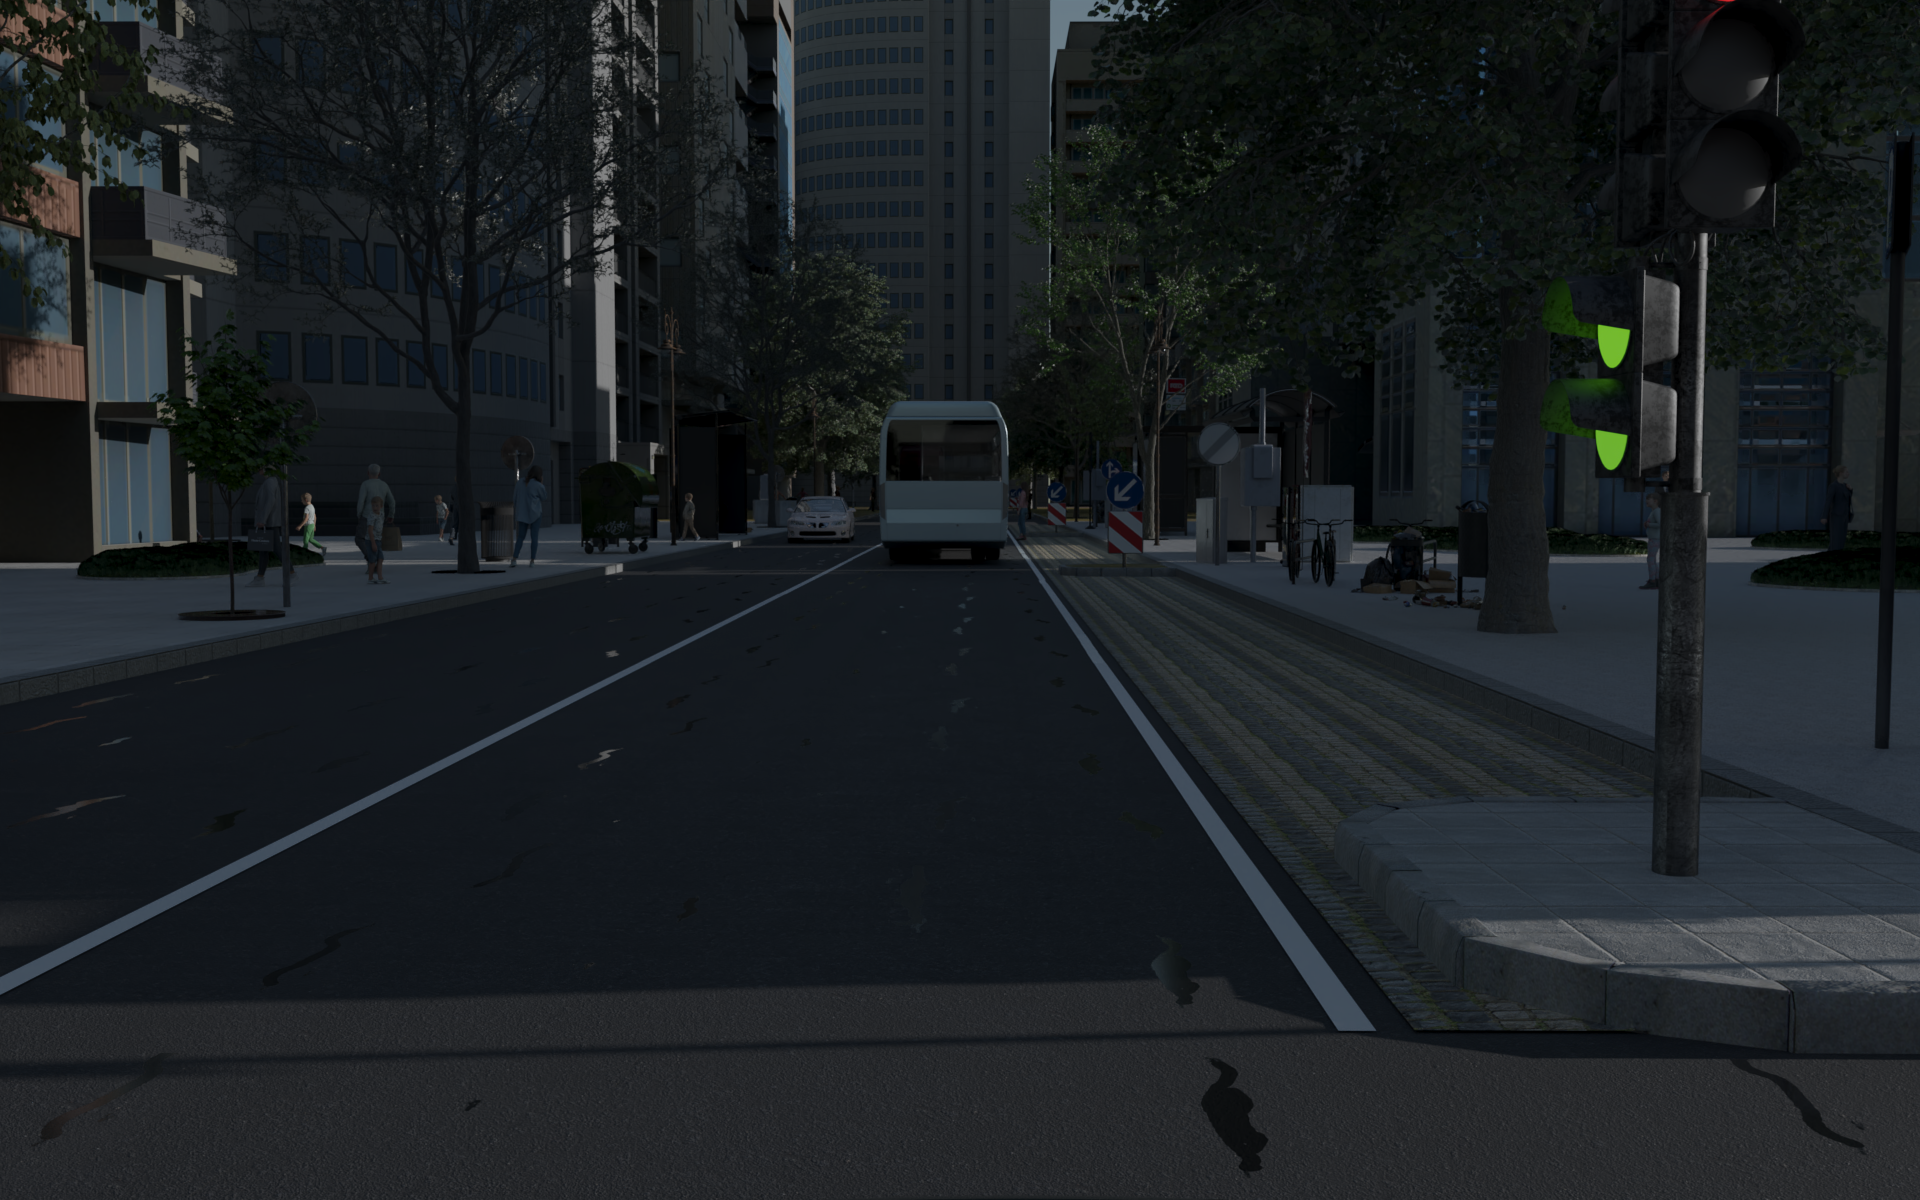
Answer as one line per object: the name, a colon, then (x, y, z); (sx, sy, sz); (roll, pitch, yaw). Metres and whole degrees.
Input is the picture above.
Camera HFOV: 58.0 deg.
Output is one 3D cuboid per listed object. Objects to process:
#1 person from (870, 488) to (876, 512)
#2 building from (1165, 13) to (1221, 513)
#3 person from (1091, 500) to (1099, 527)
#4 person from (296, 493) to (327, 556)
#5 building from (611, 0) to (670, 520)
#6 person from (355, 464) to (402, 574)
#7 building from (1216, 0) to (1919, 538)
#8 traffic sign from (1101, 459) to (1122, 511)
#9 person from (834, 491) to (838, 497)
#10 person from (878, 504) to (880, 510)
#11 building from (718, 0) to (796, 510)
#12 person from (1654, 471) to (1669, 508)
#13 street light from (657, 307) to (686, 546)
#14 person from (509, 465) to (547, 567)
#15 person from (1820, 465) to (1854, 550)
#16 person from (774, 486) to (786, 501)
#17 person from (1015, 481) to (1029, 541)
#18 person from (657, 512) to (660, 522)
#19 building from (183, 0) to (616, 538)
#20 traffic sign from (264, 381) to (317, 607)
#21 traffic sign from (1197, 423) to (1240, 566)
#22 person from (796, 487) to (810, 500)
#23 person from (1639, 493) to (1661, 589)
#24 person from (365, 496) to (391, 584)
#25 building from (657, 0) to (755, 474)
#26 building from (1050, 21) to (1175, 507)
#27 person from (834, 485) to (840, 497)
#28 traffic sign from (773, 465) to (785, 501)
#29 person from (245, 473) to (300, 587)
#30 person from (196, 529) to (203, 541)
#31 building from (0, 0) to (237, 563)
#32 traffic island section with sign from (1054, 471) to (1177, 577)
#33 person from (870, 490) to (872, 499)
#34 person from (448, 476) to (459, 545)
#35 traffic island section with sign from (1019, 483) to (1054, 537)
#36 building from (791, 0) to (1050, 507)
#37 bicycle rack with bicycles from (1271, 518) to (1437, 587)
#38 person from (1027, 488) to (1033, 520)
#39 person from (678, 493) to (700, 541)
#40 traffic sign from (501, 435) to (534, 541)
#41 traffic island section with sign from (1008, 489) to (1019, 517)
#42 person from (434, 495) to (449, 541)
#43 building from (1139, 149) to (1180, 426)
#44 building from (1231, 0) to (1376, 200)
person: (-6.246, -7.307, 126.034); (0.721, 1.766, 1.217); (0, 4, 7)
building: (26.159, -30.534, 118.844); (23.786, 49.044, 30.456); (0, 4, 1)
person: (5.177, -3.764, 67.393); (0.447, 1.846, 0.655); (0, 4, 5)
person: (-13.142, -1.516, 35.078); (0.590, 1.304, 0.306); (-2, 4, -26)
building: (-24.750, -39.897, 90.570); (20.563, 71.187, 20.611); (0, 4, 1)
person: (-9.404, -1.316, 28.050); (0.515, 1.767, 0.782); (2, 4, 34)
building: (22.988, -45.914, 63.372); (22.319, 86.520, 31.000); (0, 4, 1)
traffic sign: (5.510, -3.850, 63.048); (0.768, 2.556, 0.104); (0, 4, 4)
person: (-6.475, -4.991, 90.911); (0.557, 1.426, 1.065); (-3, 5, -44)
person: (-3.382, -4.246, 78.509); (0.593, 1.750, 0.643); (2, 4, 31)
building: (-21.335, -30.062, 141.630); (14.200, 45.320, 14.600); (0, 4, 1)
person: (17.381, -2.246, 42.546); (0.659, 1.850, 0.755); (0, 4, 7)
street light: (-7.135, -4.294, 42.987); (0.468, 5.910, 1.993); (0, 4, 1)
person: (-7.578, -1.470, 30.339); (0.793, 1.790, 0.793); (-2, 4, -25)
person: (15.030, -1.423, 29.728); (0.534, 1.772, 0.576); (2, 4, 35)
person: (-9.805, -5.219, 92.080); (1.217, 1.736, 0.721); (0, 4, 7)
person: (1.935, -2.739, 53.285); (0.388, 1.821, 0.555); (1, 4, 15)
person: (-13.908, -4.191, 79.245); (0.332, 1.250, 0.352); (-2, 4, -34)
building: (-26.233, -31.866, 63.009); (21.231, 58.520, 28.212); (0, 4, 1)
traffic sign: (-7.637, -1.191, 19.576); (0.768, 2.556, 0.104); (0, 4, 3)
traffic sign: (4.620, -1.891, 31.017); (0.768, 2.556, 0.104); (0, 4, 1)
person: (-10.835, -6.905, 119.662); (1.217, 1.743, 0.721); (1, 4, 11)
person: (9.336, -0.797, 23.353); (0.394, 1.301, 0.425); (0, 4, -7)
person: (-8.303, -0.853, 24.669); (0.332, 1.250, 0.352); (-3, 5, -41)
building: (-28.937, -32.172, 115.255); (28.713, 52.752, 27.495); (0, 4, 1)
building: (20.197, -34.157, 182.167); (21.600, 48.544, 21.300); (0, 4, 1)
person: (-6.610, -5.413, 95.058); (0.721, 1.766, 1.217); (0, 4, -5)
traffic sign: (-8.086, -4.655, 76.222); (0.768, 2.556, 0.104); (1, 4, 10)
person: (-9.501, -1.079, 23.865); (0.728, 1.800, 0.709); (-1, 4, -18)
person: (-19.930, -2.361, 44.562); (0.836, 1.842, 0.656); (0, 4, -7)
building: (-25.799, -22.772, 26.949); (22.147, 44.769, 28.867); (0, 4, 1)
traffic island section with sign: (2.763, -1.355, 30.782); (1.989, 1.847, 2.006); (0, 4, 1)
person: (-8.159, -9.373, 161.763); (0.705, 1.823, 1.348); (-2, 4, -28)
person: (-12.536, -2.255, 43.331); (0.576, 1.772, 0.534); (0, 4, 4)
traffic island section with sign: (3.096, -3.019, 57.995); (1.989, 1.847, 2.006); (0, 4, 1)
building: (-4.994, -39.152, 182.130); (28.212, 58.520, 21.231); (0, 4, 1)
bicycle rack with bicycles: (5.695, -0.709, 24.972); (2.852, 0.926, 2.925); (1, 4, 22)
person: (3.829, -5.415, 97.564); (0.721, 1.766, 1.217); (1, 4, 17)
person: (-7.369, -2.254, 47.168); (0.640, 1.303, 0.475); (-3, 5, -44)
traffic sign: (-9.622, -2.296, 37.638); (0.768, 2.556, 0.104); (1, 4, 10)
traffic island section with sign: (3.707, -6.055, 107.622); (1.989, 1.847, 2.006); (0, 4, 1)
person: (-14.093, -2.224, 47.089); (0.352, 1.250, 0.332); (-2, 4, -28)
building: (21.495, -22.631, 141.710); (14.160, 30.474, 14.107); (0, 4, 1)
building: (21.268, -19.863, 96.461); (14.160, 30.474, 14.107); (0, 4, 1)
